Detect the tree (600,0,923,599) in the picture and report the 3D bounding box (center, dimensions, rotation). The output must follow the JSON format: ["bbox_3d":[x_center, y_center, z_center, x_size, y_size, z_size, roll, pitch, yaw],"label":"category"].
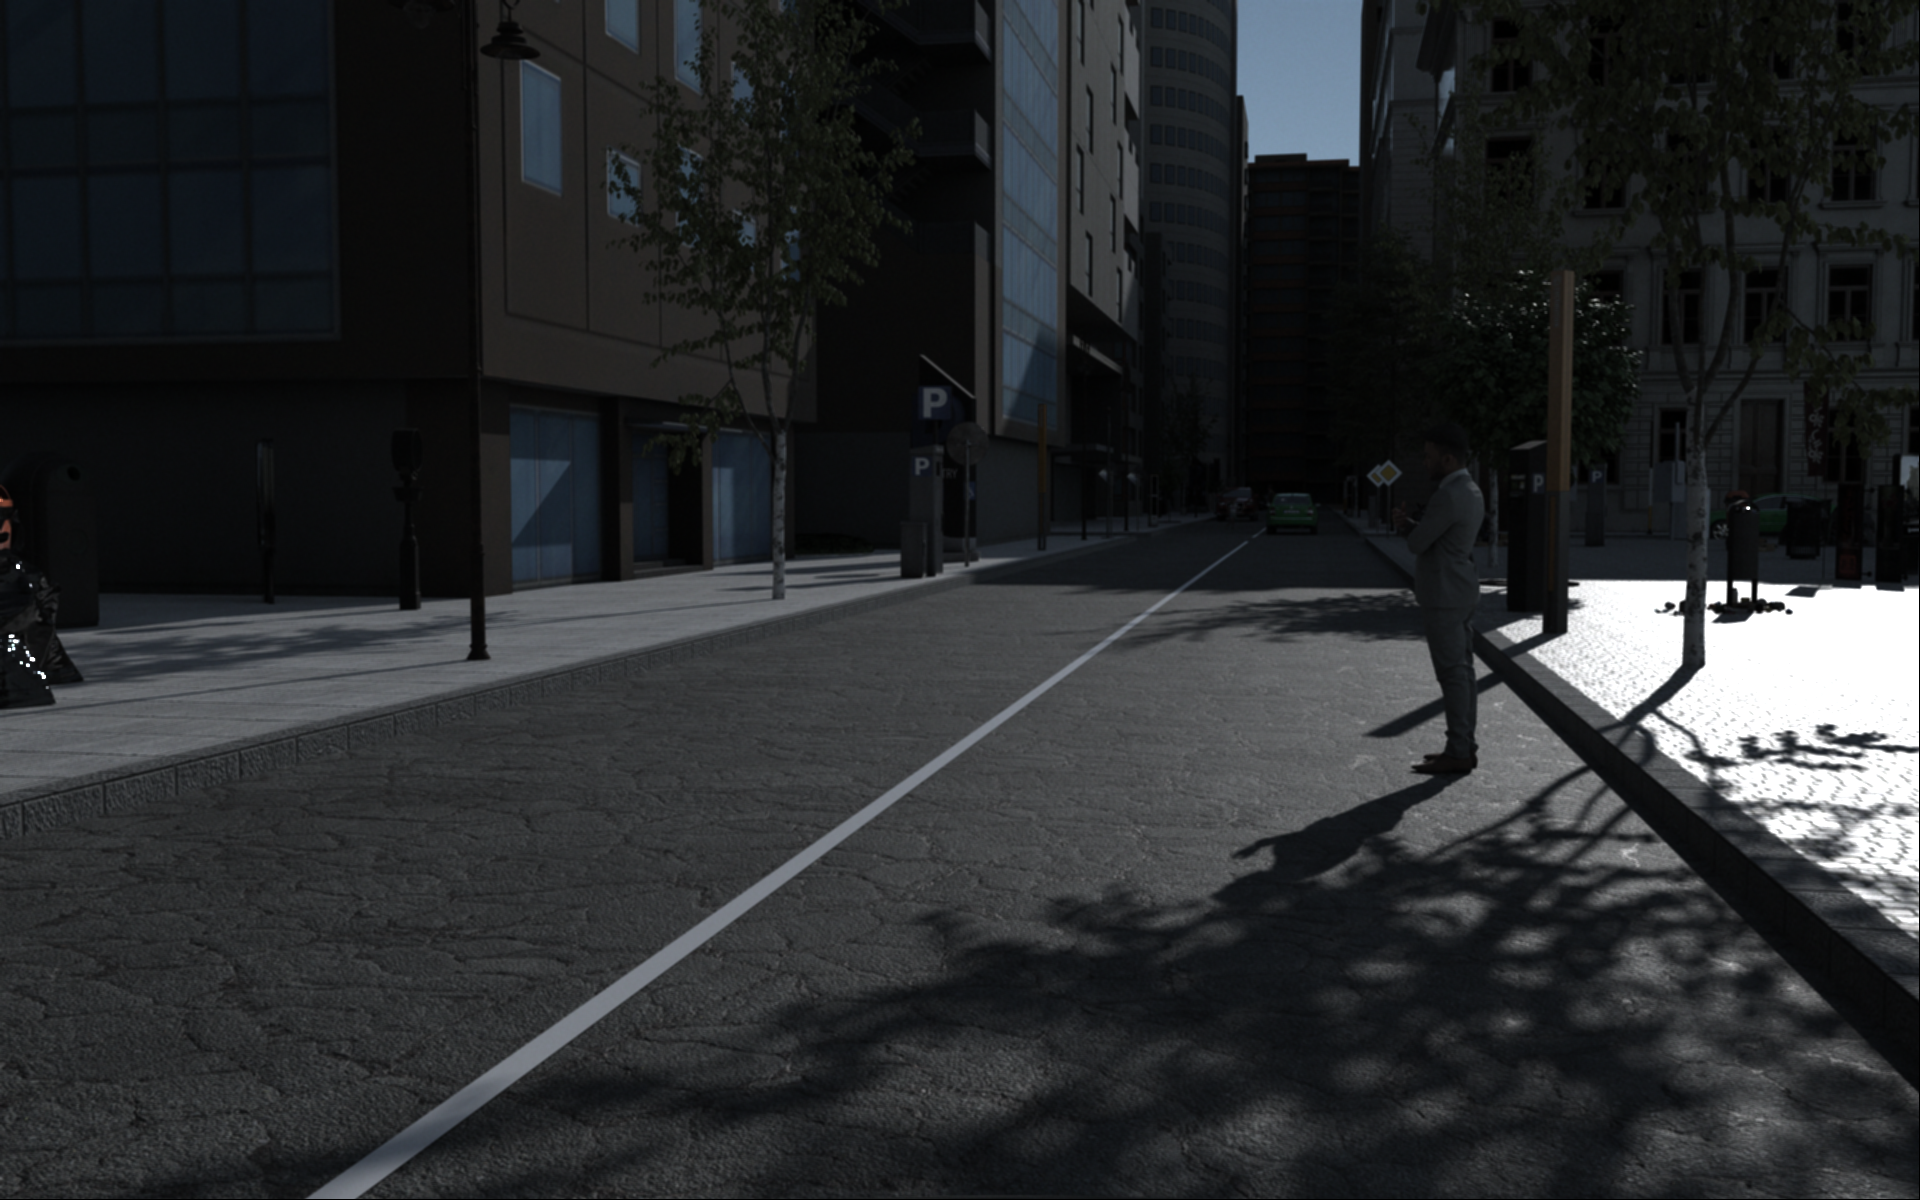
[{"bbox_3d":[-2.291,-4.330,21.153,4.737,8.622,4.395,0,3,0],"label":"tree"}]

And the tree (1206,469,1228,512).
[{"bbox_3d":[17.785,-7.807,122.245,1.663,3.219,1.824,0,3,0],"label":"tree"}]

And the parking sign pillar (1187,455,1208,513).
[{"bbox_3d":[15.886,-7.796,115.941,1.447,3.967,1.447,-2,4,-34],"label":"parking sign pillar"}]

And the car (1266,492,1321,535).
[{"bbox_3d":[12.035,-3.290,62.584,1.959,1.807,4.718,1,4,12],"label":"car"}]

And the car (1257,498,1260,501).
[{"bbox_3d":[29.318,-9.331,164.358,2.131,1.459,4.920,1,4,12],"label":"car"}]

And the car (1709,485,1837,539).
[{"bbox_3d":[23.842,-2.588,51.106,4.718,1.807,1.959,1,4,13],"label":"car"}]

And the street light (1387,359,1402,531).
[{"bbox_3d":[14.845,-5.294,59.338,0.468,5.910,1.993,1,4,11],"label":"street light"}]

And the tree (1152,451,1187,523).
[{"bbox_3d":[9.321,-5.105,78.063,1.663,3.219,1.824,0,3,0],"label":"tree"}]

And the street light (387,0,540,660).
[{"bbox_3d":[-3.737,-2.476,13.267,0.468,5.910,1.993,1,4,11],"label":"street light"}]

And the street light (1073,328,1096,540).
[{"bbox_3d":[3.471,-4.617,48.277,0.468,5.910,1.993,1,4,11],"label":"street light"}]

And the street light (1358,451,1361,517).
[{"bbox_3d":[21.998,-7.493,95.299,0.468,5.910,1.993,1,4,11],"label":"street light"}]

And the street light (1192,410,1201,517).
[{"bbox_3d":[12.964,-7.474,94.991,0.468,5.910,1.993,1,4,11],"label":"street light"}]

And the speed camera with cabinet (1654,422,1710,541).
[{"bbox_3d":[20.185,-3.305,48.375,2.038,3.252,0.660,-3,4,-38],"label":"speed camera with cabinet"}]

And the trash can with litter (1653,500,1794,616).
[{"bbox_3d":[8.299,-0.489,19.050,2.233,1.210,1.678,-3,4,-36],"label":"trash can with litter"}]

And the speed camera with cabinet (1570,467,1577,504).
[{"bbox_3d":[18.835,-3.771,55.995,2.038,3.252,0.660,1,4,11],"label":"speed camera with cabinet"}]

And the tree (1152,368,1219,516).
[{"bbox_3d":[13.208,-9.280,102.096,4.737,8.622,4.395,0,3,0],"label":"tree"}]

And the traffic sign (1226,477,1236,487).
[{"bbox_3d":[20.005,-7.820,127.969,0.768,2.556,0.104,1,4,14],"label":"traffic sign"}]

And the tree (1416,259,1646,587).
[{"bbox_3d":[8.096,-2.495,24.506,4.285,4.588,4.351,0,3,0],"label":"tree"}]

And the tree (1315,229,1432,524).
[{"bbox_3d":[18.796,-9.584,74.828,7.486,12.596,7.792,0,3,0],"label":"tree"}]

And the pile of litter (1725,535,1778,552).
[{"bbox_3d":[17.941,-1.546,39.235,1.719,0.858,1.176,-3,5,-44],"label":"pile of litter"}]

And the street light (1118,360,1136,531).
[{"bbox_3d":[5.769,-5.328,59.900,0.468,5.910,1.993,1,4,11],"label":"street light"}]

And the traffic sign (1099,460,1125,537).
[{"bbox_3d":[4.510,-2.929,51.534,0.795,2.450,0.064,1,4,11],"label":"traffic sign"}]

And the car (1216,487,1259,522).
[{"bbox_3d":[14.811,-5.114,92.294,2.281,1.827,5.304,1,4,12],"label":"car"}]

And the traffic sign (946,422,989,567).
[{"bbox_3d":[0.123,-1.859,30.501,0.768,2.556,0.104,1,4,12],"label":"traffic sign"}]

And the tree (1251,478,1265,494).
[{"bbox_3d":[34.181,-12.499,198.967,1.663,3.219,1.824,0,3,0],"label":"tree"}]

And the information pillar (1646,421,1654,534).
[{"bbox_3d":[22.114,-3.919,55.429,0.183,3.616,0.504,1,4,22],"label":"information pillar"}]

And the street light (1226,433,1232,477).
[{"bbox_3d":[20.166,-9.608,129.881,0.468,5.910,1.993,1,4,11],"label":"street light"}]

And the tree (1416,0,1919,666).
[{"bbox_3d":[5.393,-3.802,12.527,4.737,8.622,4.395,0,3,0],"label":"tree"}]

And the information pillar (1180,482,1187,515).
[{"bbox_3d":[13.948,-6.328,107.953,0.304,2.012,0.304,3,4,38],"label":"information pillar"}]

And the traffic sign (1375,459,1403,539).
[{"bbox_3d":[12.339,-2.831,49.922,0.795,2.450,0.064,1,4,11],"label":"traffic sign"}]

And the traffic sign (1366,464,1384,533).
[{"bbox_3d":[13.936,-3.309,57.746,0.795,2.450,0.064,1,4,11],"label":"traffic sign"}]

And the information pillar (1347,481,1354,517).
[{"bbox_3d":[21.689,-5.615,96.302,0.304,2.012,0.304,2,4,24],"label":"information pillar"}]

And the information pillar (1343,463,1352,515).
[{"bbox_3d":[24.265,-7.165,108.505,0.504,3.616,0.183,1,4,9],"label":"information pillar"}]

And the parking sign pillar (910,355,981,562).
[{"bbox_3d":[-0.323,-2.731,33.123,1.447,3.967,1.447,3,4,38],"label":"parking sign pillar"}]

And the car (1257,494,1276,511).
[{"bbox_3d":[27.029,-8.662,151.413,2.009,1.686,4.222,1,4,13],"label":"car"}]

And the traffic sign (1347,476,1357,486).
[{"bbox_3d":[22.159,-5.860,97.934,0.606,2.300,0.079,1,4,19],"label":"traffic sign"}]

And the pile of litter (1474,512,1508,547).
[{"bbox_3d":[13.195,-1.767,42.856,1.719,0.858,1.176,-1,4,-15],"label":"pile of litter"}]

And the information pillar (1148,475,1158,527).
[{"bbox_3d":[7.517,-3.849,67.416,0.304,2.012,0.304,-1,4,-14],"label":"information pillar"}]

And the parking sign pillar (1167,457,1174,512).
[{"bbox_3d":[14.930,-8.407,125.922,1.447,3.967,1.447,-1,4,-20],"label":"parking sign pillar"}]

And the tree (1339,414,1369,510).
[{"bbox_3d":[31.198,-11.315,135.359,4.360,8.622,3.978,0,3,0],"label":"tree"}]

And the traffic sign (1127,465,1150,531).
[{"bbox_3d":[6.107,-3.408,59.359,0.795,2.450,0.064,1,4,11],"label":"traffic sign"}]
